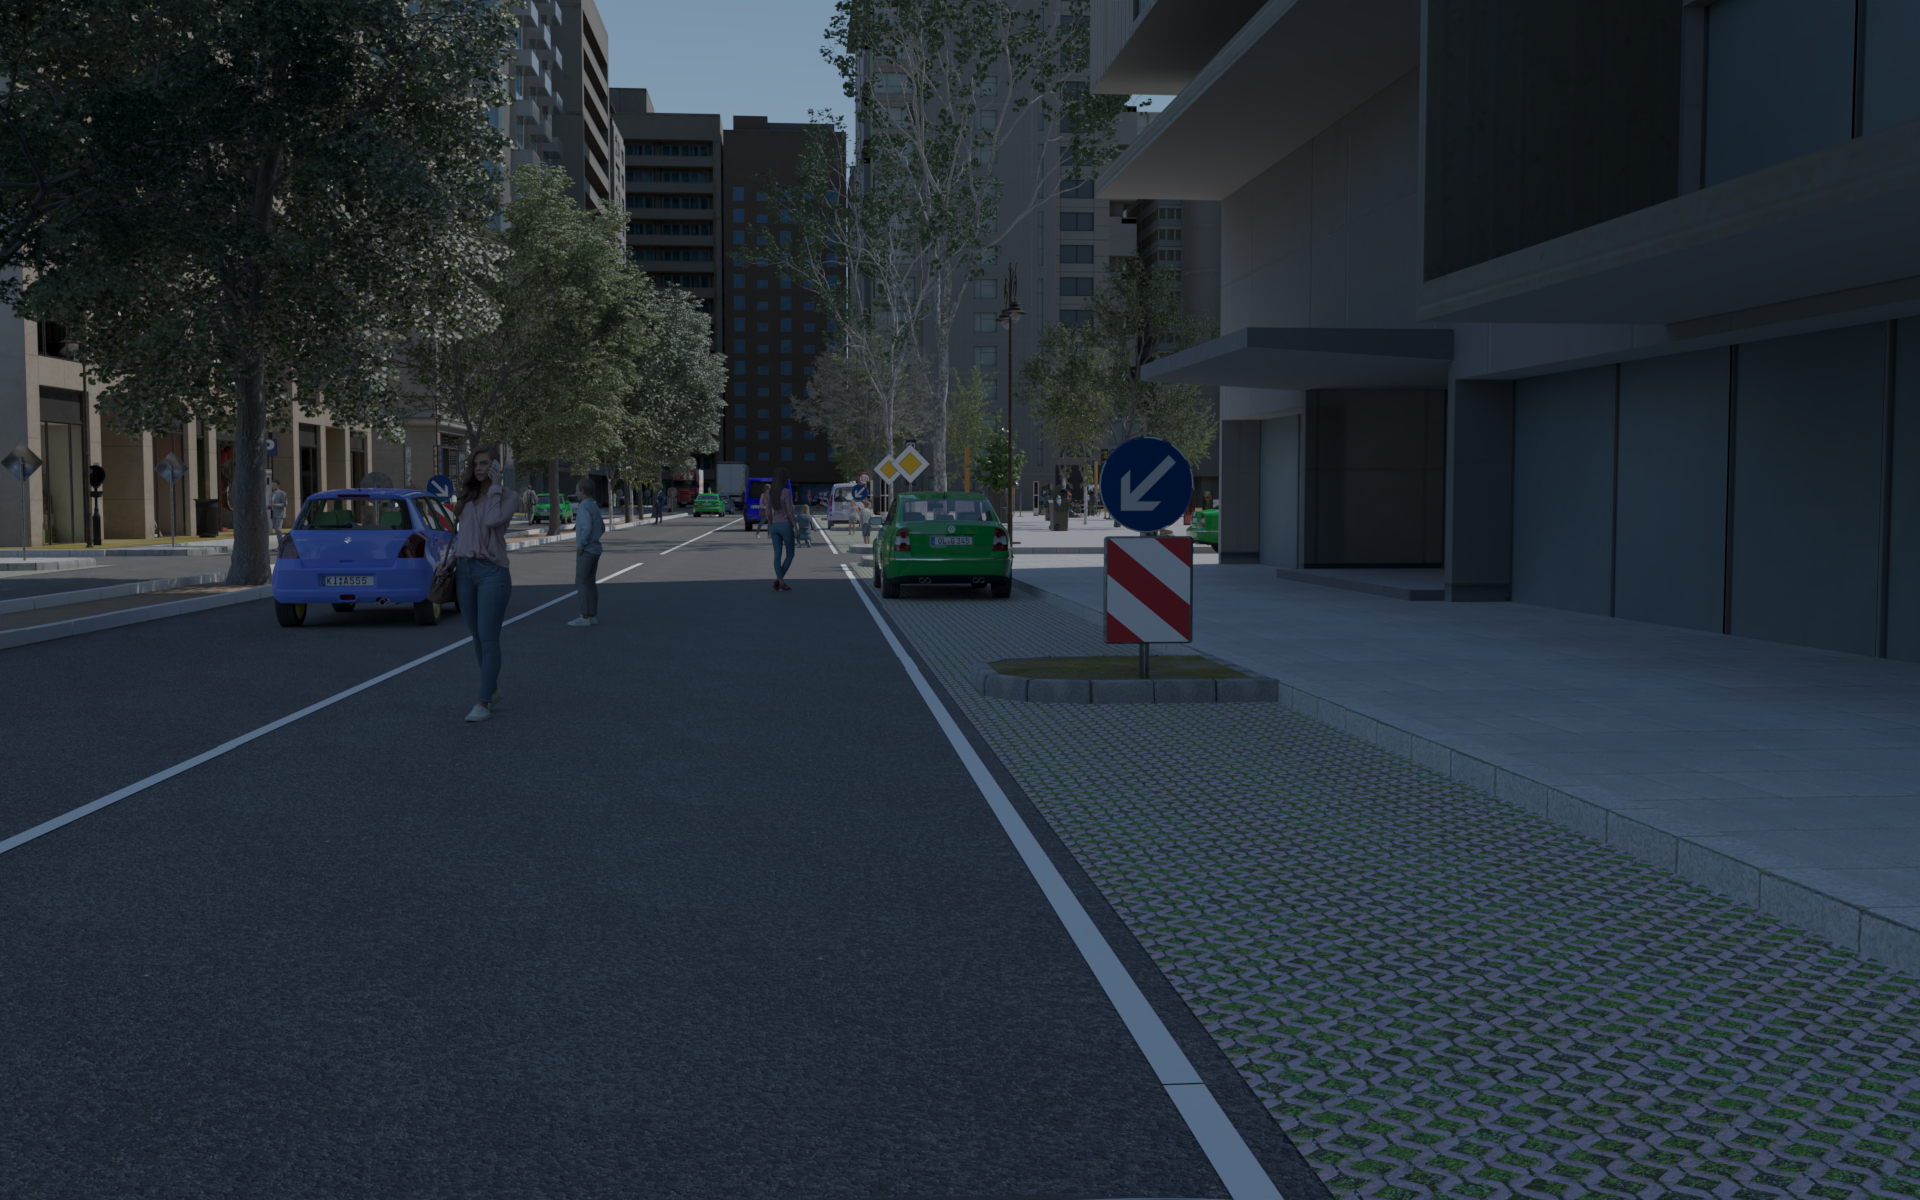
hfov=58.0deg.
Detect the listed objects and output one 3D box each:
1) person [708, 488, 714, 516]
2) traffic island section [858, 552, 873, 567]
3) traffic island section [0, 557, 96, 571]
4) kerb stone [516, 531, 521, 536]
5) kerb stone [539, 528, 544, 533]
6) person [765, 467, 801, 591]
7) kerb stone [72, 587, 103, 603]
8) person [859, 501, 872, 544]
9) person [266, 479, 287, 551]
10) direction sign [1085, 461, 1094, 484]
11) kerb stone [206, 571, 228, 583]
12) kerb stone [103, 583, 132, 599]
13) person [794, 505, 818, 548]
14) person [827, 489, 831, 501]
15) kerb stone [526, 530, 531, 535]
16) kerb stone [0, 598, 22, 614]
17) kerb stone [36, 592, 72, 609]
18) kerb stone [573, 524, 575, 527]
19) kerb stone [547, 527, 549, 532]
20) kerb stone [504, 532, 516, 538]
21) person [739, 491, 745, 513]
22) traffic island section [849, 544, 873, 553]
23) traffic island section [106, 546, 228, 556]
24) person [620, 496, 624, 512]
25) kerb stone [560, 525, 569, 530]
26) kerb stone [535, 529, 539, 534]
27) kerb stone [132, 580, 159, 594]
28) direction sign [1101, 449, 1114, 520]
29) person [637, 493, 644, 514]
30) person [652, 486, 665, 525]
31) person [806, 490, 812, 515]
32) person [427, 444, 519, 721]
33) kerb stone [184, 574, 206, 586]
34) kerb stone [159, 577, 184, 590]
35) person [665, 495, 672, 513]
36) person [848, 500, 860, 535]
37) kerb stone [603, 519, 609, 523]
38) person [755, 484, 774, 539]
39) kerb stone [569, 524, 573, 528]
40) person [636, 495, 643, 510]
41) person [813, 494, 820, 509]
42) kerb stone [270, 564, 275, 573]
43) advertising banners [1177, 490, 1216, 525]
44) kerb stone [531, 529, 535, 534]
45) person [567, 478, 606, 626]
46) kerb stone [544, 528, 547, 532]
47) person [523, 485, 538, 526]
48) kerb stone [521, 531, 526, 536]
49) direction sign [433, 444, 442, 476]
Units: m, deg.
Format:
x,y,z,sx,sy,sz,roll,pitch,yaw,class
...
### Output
x,y,z,sx,sy,sz,roll,pitch,yaw,class
-16.082,-6.317,111.556,0.659,1.850,0.755,1,4,10,person
-0.980,-0.776,34.969,2.009,0.180,2.903,0,4,-5,traffic island section
-18.047,-0.678,33.373,2.009,0.180,2.903,0,4,-5,traffic island section
-14.970,-2.200,58.171,0.120,0.150,1.000,0,4,-5,kerb stone
-15.444,-2.508,63.279,0.120,0.150,1.000,0,4,-5,kerb stone
-2.610,-1.046,25.610,0.555,1.821,0.388,1,4,21,person
-11.648,-0.045,22.938,0.120,0.150,1.000,0,4,-5,kerb stone
-2.499,-1.993,45.776,0.332,1.250,0.352,1,4,14,person
-17.198,-2.126,43.454,0.606,1.804,0.583,2,4,24,person
8.787,-7.682,117.597,0.379,3.537,0.876,-3,4,-38,direction sign
-12.125,-0.358,28.047,0.120,0.150,1.000,0,4,-5,kerb stone
-11.743,-0.106,23.963,0.120,0.150,1.000,0,4,-5,kerb stone
-4.298,-1.989,46.511,1.012,1.151,0.738,-1,4,-10,person
-10.556,-8.044,140.028,0.705,1.823,1.348,-1,4,-21,person
-15.157,-2.326,60.219,0.120,0.150,1.000,0,4,-5,kerb stone
-11.459,0.080,20.894,0.120,0.150,1.000,0,4,-5,kerb stone
-11.548,0.017,21.920,0.120,0.150,1.000,0,4,-5,kerb stone
-16.305,-3.074,72.454,0.120,0.150,1.000,0,4,-5,kerb stone
-15.644,-2.637,65.313,0.120,0.150,1.000,0,4,-5,kerb stone
-14.864,-2.131,57.155,0.120,0.150,1.000,0,4,-5,kerb stone
-16.706,-7.533,133.135,0.593,1.643,0.415,-1,4,-13,person
-1.729,-1.262,42.919,2.009,0.180,2.903,0,4,-5,traffic island section
-18.796,-1.165,41.323,2.009,0.180,2.903,0,4,-5,traffic island section
-26.362,-7.596,135.887,0.628,1.438,0.799,0,4,1,person
-16.114,-2.948,70.403,0.120,0.150,1.000,0,4,-5,kerb stone
-15.348,-2.450,62.255,0.120,0.150,1.000,0,4,-5,kerb stone
-11.841,-0.170,24.988,0.120,0.150,1.000,0,4,-5,kerb stone
7.499,-5.797,86.781,0.876,3.537,0.379,1,4,12,direction sign
-23.418,-7.257,126.776,0.705,1.869,1.348,-2,4,-24,person
-14.103,-4.434,81.174,0.721,1.800,0.419,3,5,43,person
-10.472,-6.842,121.083,0.721,1.743,1.217,0,4,2,person
-3.058,-0.125,11.138,0.593,1.750,0.643,1,4,22,person
-12.033,-0.293,27.029,0.120,0.150,1.000,0,4,-5,kerb stone
-11.938,-0.233,26.005,0.120,0.150,1.000,0,4,-5,kerb stone
-22.179,-7.502,131.873,0.721,1.735,1.217,2,4,26,person
-3.642,-2.837,59.906,0.505,1.210,0.382,1,4,17,person
-17.657,-3.948,86.749,0.120,0.150,1.000,0,4,-5,kerb stone
-6.289,-2.861,55.861,0.643,1.750,0.593,3,5,40,person
-16.212,-3.012,71.433,0.120,0.150,1.000,0,4,-5,kerb stone
-28.613,-8.924,154.280,0.709,1.838,0.599,1,4,16,person
-12.463,-8.496,150.640,0.697,1.427,0.421,2,4,35,person
-12.416,-0.544,31.108,0.120,0.150,1.000,0,4,-5,kerb stone
9.467,-4.589,71.220,2.074,3.025,0.090,0,3,0,advertising banners
-15.253,-2.388,61.237,0.120,0.150,1.000,0,4,-5,kerb stone
-4.094,-0.533,19.023,0.330,1.601,0.589,1,4,16,person
-15.544,-2.575,64.296,0.120,0.150,1.000,0,4,-5,kerb stone
-19.351,-4.248,78.056,0.679,1.850,0.850,0,4,-3,person
-15.056,-2.260,59.190,0.120,0.150,1.000,0,4,-5,kerb stone
-23.955,-5.350,79.466,0.379,3.537,0.876,0,4,5,direction sign
